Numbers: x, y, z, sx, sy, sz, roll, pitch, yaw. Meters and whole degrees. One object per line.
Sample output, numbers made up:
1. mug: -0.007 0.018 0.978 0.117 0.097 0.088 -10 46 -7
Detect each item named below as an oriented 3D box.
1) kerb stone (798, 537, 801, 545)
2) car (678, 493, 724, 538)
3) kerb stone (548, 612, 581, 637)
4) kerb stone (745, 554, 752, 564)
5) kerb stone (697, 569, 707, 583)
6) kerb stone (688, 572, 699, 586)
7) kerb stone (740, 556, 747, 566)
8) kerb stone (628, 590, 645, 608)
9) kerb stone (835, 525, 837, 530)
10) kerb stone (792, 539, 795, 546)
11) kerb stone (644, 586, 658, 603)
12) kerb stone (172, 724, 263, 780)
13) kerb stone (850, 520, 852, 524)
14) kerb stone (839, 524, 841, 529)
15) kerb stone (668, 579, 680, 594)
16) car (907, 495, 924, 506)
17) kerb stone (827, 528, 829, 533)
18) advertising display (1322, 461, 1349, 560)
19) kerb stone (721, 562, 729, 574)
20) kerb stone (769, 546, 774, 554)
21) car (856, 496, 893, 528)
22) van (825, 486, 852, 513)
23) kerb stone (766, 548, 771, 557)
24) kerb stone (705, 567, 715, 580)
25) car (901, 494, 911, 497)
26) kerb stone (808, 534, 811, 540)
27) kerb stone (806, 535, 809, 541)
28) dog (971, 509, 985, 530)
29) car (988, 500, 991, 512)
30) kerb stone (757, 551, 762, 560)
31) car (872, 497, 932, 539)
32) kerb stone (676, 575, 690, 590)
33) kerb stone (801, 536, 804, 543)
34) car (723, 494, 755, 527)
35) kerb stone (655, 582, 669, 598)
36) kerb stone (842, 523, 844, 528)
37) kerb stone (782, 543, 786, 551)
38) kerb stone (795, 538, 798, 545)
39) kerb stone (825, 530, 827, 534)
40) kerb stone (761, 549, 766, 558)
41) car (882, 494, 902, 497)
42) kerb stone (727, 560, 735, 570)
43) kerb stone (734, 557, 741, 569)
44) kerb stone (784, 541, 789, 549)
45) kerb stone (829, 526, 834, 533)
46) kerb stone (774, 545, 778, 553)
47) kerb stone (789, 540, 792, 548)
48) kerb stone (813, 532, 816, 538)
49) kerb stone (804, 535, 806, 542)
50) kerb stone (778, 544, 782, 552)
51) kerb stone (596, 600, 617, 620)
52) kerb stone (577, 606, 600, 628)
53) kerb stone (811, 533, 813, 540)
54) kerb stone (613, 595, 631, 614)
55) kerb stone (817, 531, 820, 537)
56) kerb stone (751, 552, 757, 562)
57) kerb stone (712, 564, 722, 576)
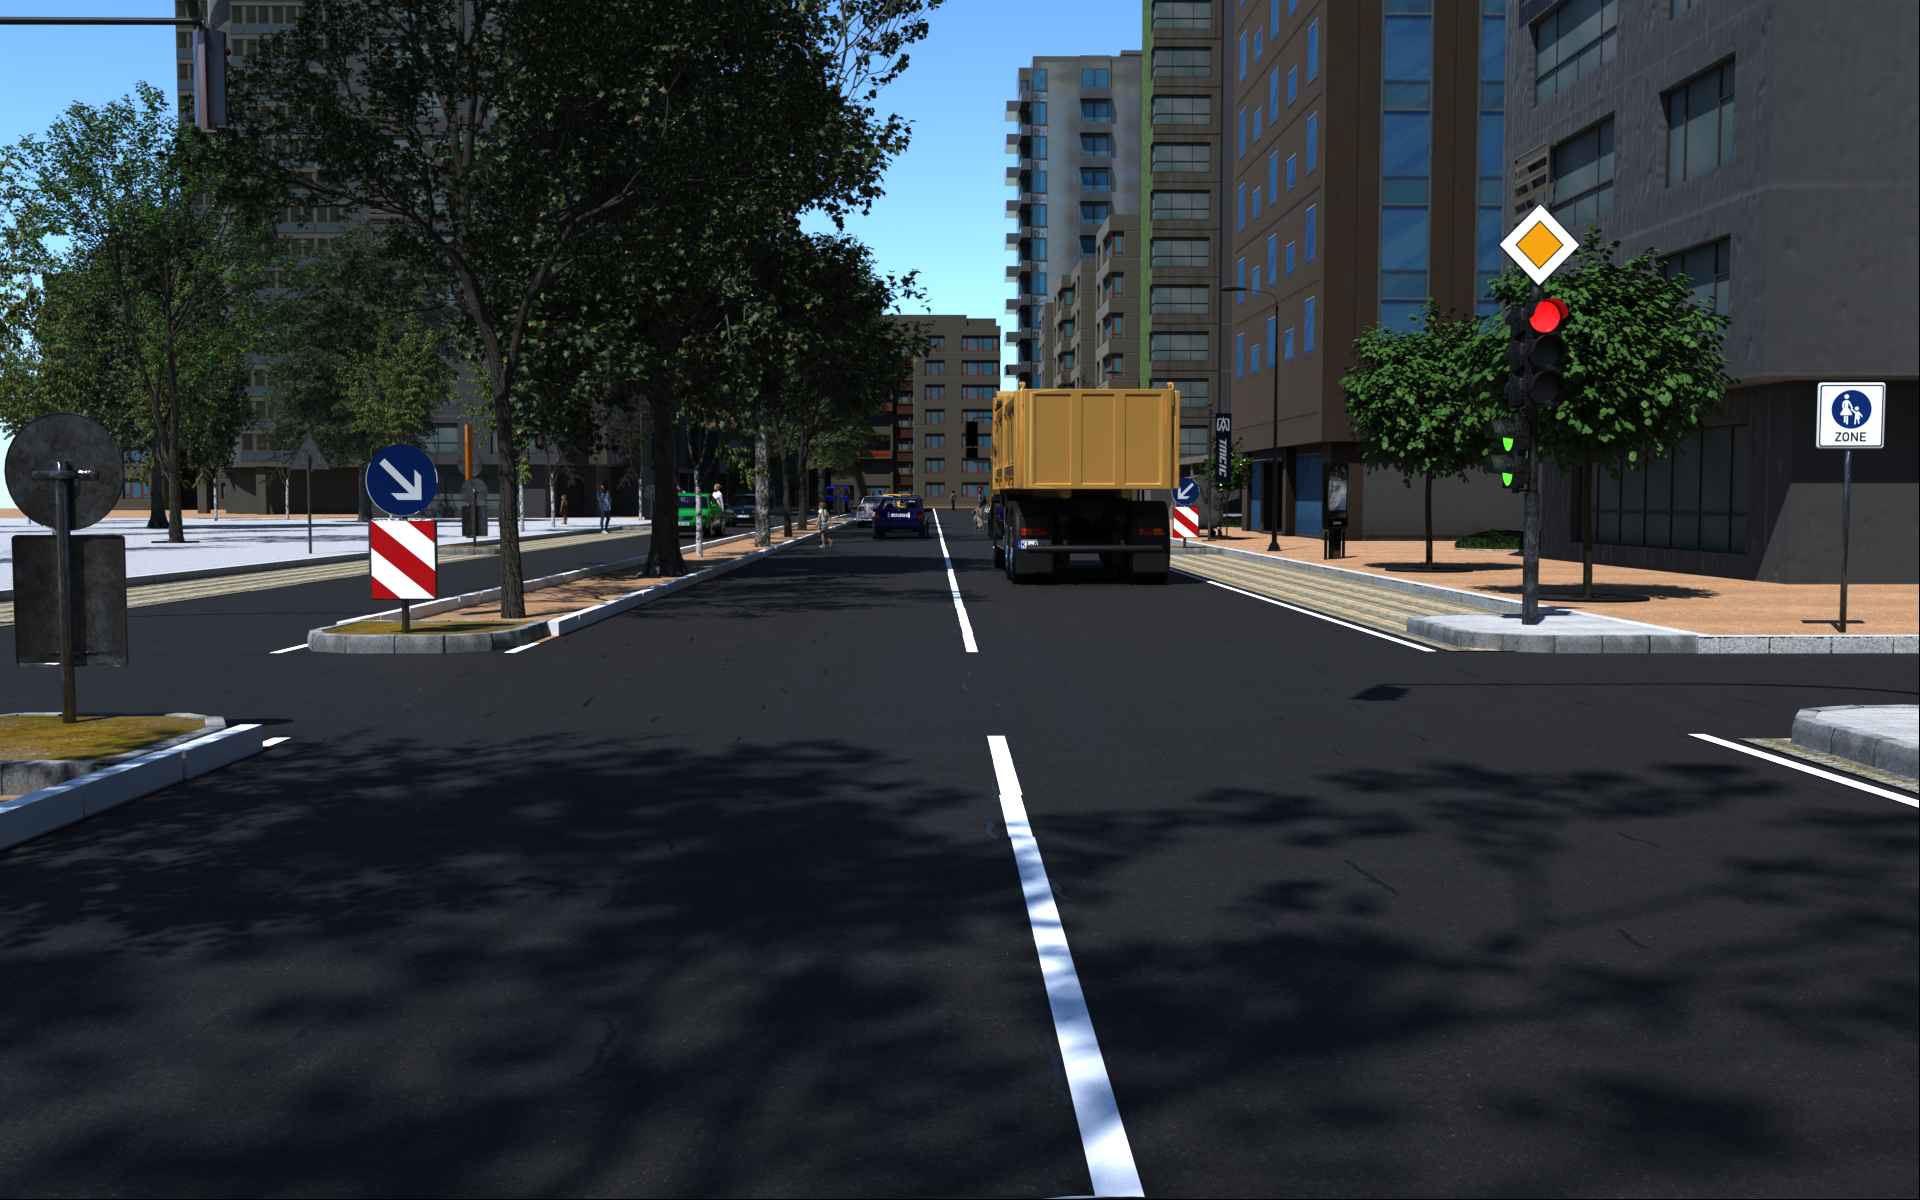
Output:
1. kerb stone: -4.639 -1.619 48.672 0.120 0.150 1.000 0 4 -1
2. car: -9.008 -3.011 58.019 1.959 1.807 4.718 0 4 -1
3. kerb stone: -4.104 0.262 17.913 0.120 0.150 1.000 0 4 -1
4. kerb stone: -4.412 -0.805 35.364 0.120 0.150 1.000 0 4 -1
5. kerb stone: -4.280 -0.365 28.160 0.120 0.150 1.000 0 4 -1
6. kerb stone: -4.263 -0.301 27.138 0.120 0.150 1.000 0 4 -1
7. kerb stone: -4.387 -0.742 34.332 0.120 0.150 1.000 0 4 -1
8. kerb stone: -4.179 0.010 22.024 0.120 0.150 1.000 0 4 -1
9. kerb stone: -4.960 -2.748 67.118 0.120 0.150 1.000 0 4 -1
10. kerb stone: -4.601 -1.494 46.616 0.120 0.150 1.000 0 4 -1
11. kerb stone: -4.190 -0.050 23.047 0.120 0.150 1.000 0 4 -1
12. kerb stone: -3.950 0.801 9.185 0.120 0.150 1.000 0 4 -1
13. kerb stone: -5.174 -3.500 79.453 0.120 0.150 1.000 0 4 -1
14. kerb stone: -5.017 -2.932 70.201 0.120 0.150 1.000 0 4 -1
15. kerb stone: -4.231 -0.174 25.091 0.120 0.150 1.000 0 4 -1
16. car: -4.254 -8.949 158.897 1.945 1.354 3.894 0 4 -1
17. kerb stone: -4.881 -2.432 61.993 0.120 0.150 1.000 0 4 -1
18. advertising display: 7.402 -1.771 34.162 0.123 1.923 0.974 3 4 36
19. kerb stone: -4.336 -0.553 31.232 0.120 0.150 1.000 0 4 -1
20. kerb stone: -4.505 -1.118 40.482 0.120 0.150 1.000 0 4 -1
21. car: -3.502 -3.850 75.307 2.083 1.381 4.827 0 3 0
22. van: -9.582 -8.029 135.656 2.240 2.365 5.245 0 4 -1
23. kerb stone: -4.475 -1.056 39.459 0.120 0.150 1.000 0 4 -1
24. kerb stone: -4.293 -0.423 29.182 0.120 0.150 1.000 0 4 -1
25. car: -5.302 -9.630 167.671 2.015 1.641 3.980 0 4 -1
26. kerb stone: -4.714 -1.870 52.762 0.120 0.150 1.000 0 4 -1
27. kerb stone: -4.693 -1.804 51.740 0.120 0.150 1.000 0 4 -1
28. dog: 0.752 -3.201 69.181 0.513 0.831 0.800 0 4 -6
29. car: 3.254 -7.656 137.750 1.945 1.354 3.894 0 4 -2
30. kerb stone: -4.447 -0.930 37.408 0.120 0.150 1.000 0 4 -1
31. car: -1.899 -2.677 56.357 1.945 1.354 3.894 0 4 1
32. kerb stone: -4.243 -0.240 26.113 0.120 0.150 1.000 0 4 -1
33. kerb stone: -4.653 -1.682 49.695 0.120 0.150 1.000 0 4 -1
34. car: -9.360 -4.058 76.134 2.009 1.686 4.222 0 4 -2
35. kerb stone: -4.216 -0.115 24.069 0.120 0.150 1.000 0 4 -1
36. kerb stone: -5.050 -3.058 72.251 0.120 0.150 1.000 0 4 -1
37. kerb stone: -4.543 -1.305 43.549 0.120 0.150 1.000 0 4 -1
38. kerb stone: -4.619 -1.557 47.645 0.120 0.150 1.000 0 4 -1
39. kerb stone: -4.854 -2.364 60.966 0.120 0.150 1.000 0 4 -1
40. kerb stone: -4.463 -0.990 38.433 0.120 0.150 1.000 0 4 -1
41. car: -4.139 -5.846 105.812 2.015 1.641 3.980 0 3 0
42. kerb stone: -4.359 -0.614 32.264 0.120 0.150 1.000 0 4 -1
43. kerb stone: -4.368 -0.679 33.296 0.120 0.150 1.000 0 4 -1
44. kerb stone: -4.564 -1.369 44.571 0.120 0.150 1.000 0 4 -1
45. kerb stone: -4.932 -2.622 65.067 0.120 0.150 1.000 0 4 -1
46. kerb stone: -4.525 -1.181 41.504 0.120 0.150 1.000 0 4 -1
47. kerb stone: -4.587 -1.431 45.594 0.120 0.150 1.000 0 4 -1
48. kerb stone: -4.745 -1.995 54.807 0.120 0.150 1.000 0 4 -1
49. kerb stone: -4.674 -1.744 50.717 0.120 0.150 1.000 0 4 -1
50. kerb stone: -4.526 -1.244 42.527 0.120 0.150 1.000 0 4 -1
51. kerb stone: -4.142 0.139 19.972 0.120 0.150 1.000 0 4 -1
52. kerb stone: -4.120 0.199 18.945 0.120 0.150 1.000 0 4 -1
53. kerb stone: -4.730 -1.932 53.784 0.120 0.150 1.000 0 4 -1
54. kerb stone: -4.164 0.073 21.001 0.120 0.150 1.000 0 4 -1
55. kerb stone: -4.780 -2.119 56.851 0.120 0.150 1.000 0 4 -1
56. kerb stone: -4.423 -0.868 36.386 0.120 0.150 1.000 0 4 -1
57. kerb stone: -4.319 -0.490 30.204 0.120 0.150 1.000 0 4 -1
